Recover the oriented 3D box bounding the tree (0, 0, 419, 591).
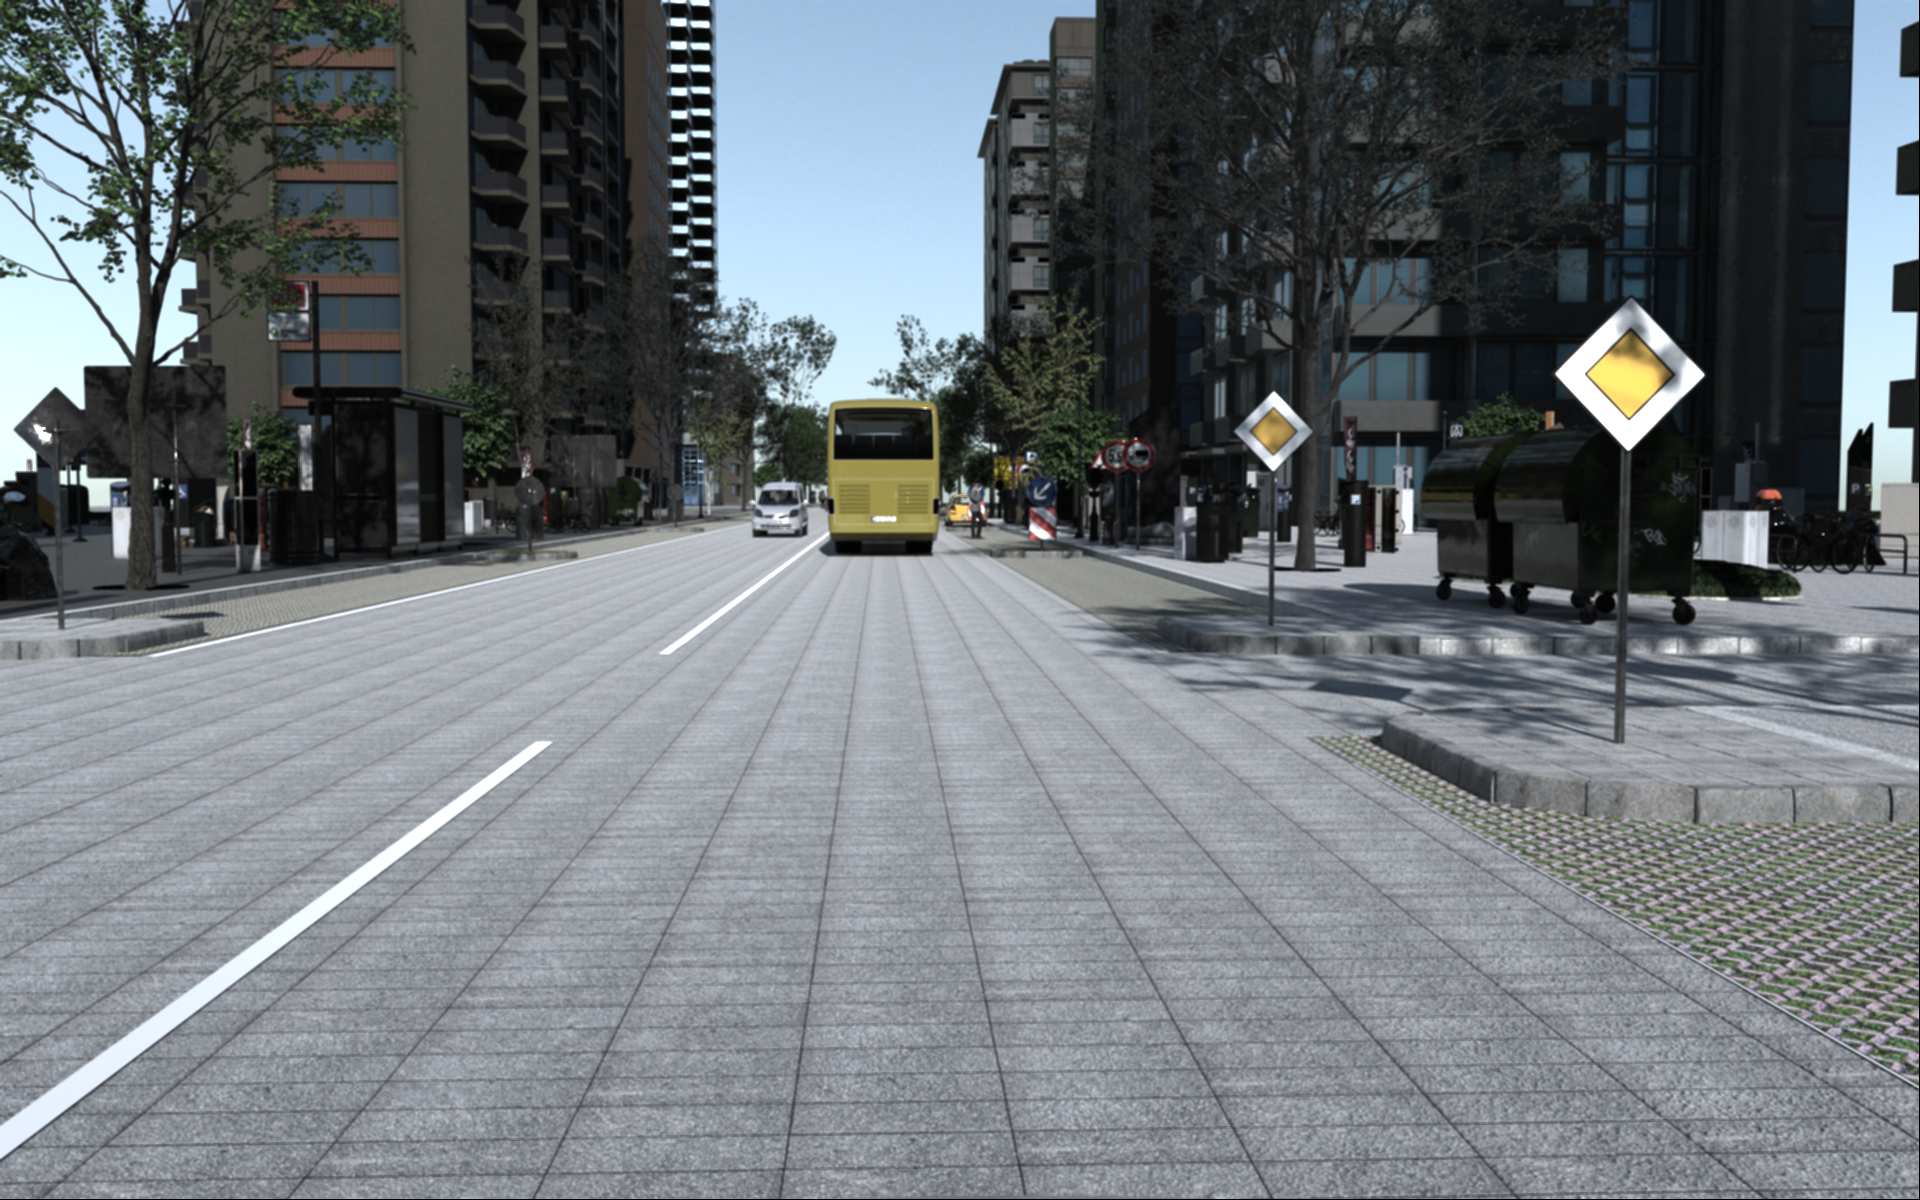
[{"bbox_3d":[-10.908,-5.950,23.041,9.928,11.665,9.643,0,3,0],"label":"tree"}]

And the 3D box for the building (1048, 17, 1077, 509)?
[{"bbox_3d":[14.692,-28.710,153.005,14.154,41.232,14.086,0,4,-3],"label":"building"}]

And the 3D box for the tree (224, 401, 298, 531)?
[{"bbox_3d":[-24.813,-4.743,61.263,4.285,4.588,4.351,0,3,0],"label":"tree"}]

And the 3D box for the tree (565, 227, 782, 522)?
[{"bbox_3d":[-13.585,-10.419,80.717,12.009,13.543,11.850,0,3,0],"label":"tree"}]

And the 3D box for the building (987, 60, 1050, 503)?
[{"bbox_3d":[18.820,-37.945,209.642,28.713,52.752,27.495,0,4,-3],"label":"building"}]

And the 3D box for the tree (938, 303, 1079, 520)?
[{"bbox_3d":[2.427,-9.234,85.389,8.767,10.594,7.601,2,4,35],"label":"tree"}]

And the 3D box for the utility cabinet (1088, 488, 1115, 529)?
[{"bbox_3d":[5.095,-3.266,62.085,0.318,1.500,1.173,-2,4,-35],"label":"utility cabinet"}]

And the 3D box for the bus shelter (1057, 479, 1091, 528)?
[{"bbox_3d":[4.640,-4.724,68.520,1.731,3.624,6.357,0,4,-3],"label":"bus shelter"}]

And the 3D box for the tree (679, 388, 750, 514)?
[{"bbox_3d":[-15.601,-9.691,108.818,4.737,8.622,4.395,0,3,0],"label":"tree"}]

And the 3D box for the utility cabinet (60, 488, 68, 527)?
[{"bbox_3d":[-35.326,-3.583,67.258,1.173,1.500,0.318,-1,4,-21],"label":"utility cabinet"}]

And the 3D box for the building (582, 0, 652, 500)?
[{"bbox_3d":[-34.092,-42.216,128.487,20.563,71.187,20.611,0,4,-3],"label":"building"}]

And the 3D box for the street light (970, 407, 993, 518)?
[{"bbox_3d":[1.082,-7.283,91.614,1.470,5.913,1.316,0,4,-3],"label":"street light"}]

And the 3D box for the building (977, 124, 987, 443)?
[{"bbox_3d":[17.444,-39.680,238.006,28.713,52.752,27.495,0,4,-3],"label":"building"}]

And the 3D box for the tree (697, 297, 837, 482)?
[{"bbox_3d":[-18.578,-19.092,168.046,12.611,20.169,13.585,0,3,0],"label":"tree"}]

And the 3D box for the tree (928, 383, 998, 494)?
[{"bbox_3d":[0.040,-13.946,153.779,9.928,11.665,9.643,0,3,0],"label":"tree"}]

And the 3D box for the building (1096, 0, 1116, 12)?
[{"bbox_3d":[15.720,-26.362,114.612,14.154,41.232,14.086,0,4,-3],"label":"building"}]

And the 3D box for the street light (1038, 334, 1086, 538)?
[{"bbox_3d":[2.944,-4.755,50.280,1.470,5.913,1.316,0,4,-3],"label":"street light"}]

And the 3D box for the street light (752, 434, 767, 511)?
[{"bbox_3d":[-15.358,-9.858,133.715,1.470,5.913,1.316,0,4,-3],"label":"street light"}]

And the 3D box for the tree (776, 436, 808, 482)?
[{"bbox_3d":[-20.428,-16.021,212.305,4.360,8.622,3.978,0,3,0],"label":"tree"}]

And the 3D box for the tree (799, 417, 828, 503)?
[{"bbox_3d":[-22.049,-20.258,249.350,7.486,12.596,7.792,0,3,0],"label":"tree"}]

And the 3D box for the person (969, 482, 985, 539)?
[{"bbox_3d":[0.537,-2.834,55.017,0.473,1.802,0.592,3,5,39],"label":"person"}]

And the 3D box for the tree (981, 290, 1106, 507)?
[{"bbox_3d":[3.175,-6.825,61.952,4.737,8.622,4.395,0,3,0],"label":"tree"}]

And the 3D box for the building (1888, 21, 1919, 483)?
[{"bbox_3d":[32.206,-25.089,33.912,21.600,48.544,21.300,0,4,-3],"label":"building"}]

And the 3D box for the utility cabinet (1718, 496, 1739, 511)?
[{"bbox_3d":[24.748,-2.732,55.834,0.306,1.237,1.020,0,4,3],"label":"utility cabinet"}]

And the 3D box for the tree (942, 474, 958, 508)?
[{"bbox_3d":[-0.878,-10.422,165.003,1.663,3.219,1.824,0,3,0],"label":"tree"}]

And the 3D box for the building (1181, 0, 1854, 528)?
[{"bbox_3d":[22.752,-27.942,76.461,23.786,49.044,30.456,0,4,-3],"label":"building"}]

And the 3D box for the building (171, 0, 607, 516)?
[{"bbox_3d":[-33.773,-27.500,104.242,22.147,44.769,28.867,0,4,-3],"label":"building"}]

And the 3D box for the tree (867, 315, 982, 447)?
[{"bbox_3d":[-3.902,-20.110,184.682,12.611,20.169,13.585,0,3,0],"label":"tree"}]

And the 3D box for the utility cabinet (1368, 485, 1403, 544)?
[{"bbox_3d":[10.663,-2.163,44.049,0.318,1.500,1.173,-3,5,-43],"label":"utility cabinet"}]

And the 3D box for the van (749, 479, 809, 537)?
[{"bbox_3d":[-6.090,-3.168,58.800,2.013,2.044,4.112,0,4,-1],"label":"van"}]

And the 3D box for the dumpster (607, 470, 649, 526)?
[{"bbox_3d":[-13.350,-4.088,69.326,1.502,2.255,1.985,0,4,-2],"label":"dumpster"}]

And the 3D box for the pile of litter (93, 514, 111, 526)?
[{"bbox_3d":[-34.523,-3.470,70.697,1.719,0.858,1.176,1,4,20],"label":"pile of litter"}]

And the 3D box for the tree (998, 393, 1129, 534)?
[{"bbox_3d":[3.995,-4.454,56.534,4.285,4.588,4.351,0,3,0],"label":"tree"}]

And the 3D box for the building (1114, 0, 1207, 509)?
[{"bbox_3d":[16.804,-27.524,100.128,14.600,45.320,14.200,0,4,-3],"label":"building"}]

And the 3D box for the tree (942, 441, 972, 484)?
[{"bbox_3d":[-3.186,-18.435,218.420,9.611,12.733,9.660,0,3,0],"label":"tree"}]

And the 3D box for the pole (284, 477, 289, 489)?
[{"bbox_3d":[-32.080,-5.422,82.486,0.158,3.312,0.155,0,3,0],"label":"pole"}]

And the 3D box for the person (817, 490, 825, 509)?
[{"bbox_3d":[-13.243,-9.739,167.742,1.348,1.823,0.705,2,4,23],"label":"person"}]

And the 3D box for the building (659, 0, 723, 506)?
[{"bbox_3d":[-37.873,-53.994,195.471,22.319,86.520,31.000,0,4,-3],"label":"building"}]

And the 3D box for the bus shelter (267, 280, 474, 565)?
[{"bbox_3d":[-12.024,-3.527,35.303,2.179,5.291,8.768,0,4,-3],"label":"bus shelter"}]

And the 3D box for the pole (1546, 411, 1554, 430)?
[{"bbox_3d":[14.524,-2.989,42.721,0.158,3.312,0.155,0,3,0],"label":"pole"}]

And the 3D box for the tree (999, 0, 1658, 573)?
[{"bbox_3d":[5.907,-7.224,28.475,12.009,13.543,11.850,0,3,0],"label":"tree"}]

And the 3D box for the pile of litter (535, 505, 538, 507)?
[{"bbox_3d":[-18.703,-3.786,75.858,1.719,0.858,1.176,-1,4,-15],"label":"pile of litter"}]

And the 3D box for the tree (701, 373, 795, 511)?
[{"bbox_3d":[-15.725,-11.843,128.047,7.601,10.594,8.767,0,4,7],"label":"tree"}]

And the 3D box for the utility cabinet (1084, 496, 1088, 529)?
[{"bbox_3d":[4.558,-3.208,63.617,0.306,1.237,1.020,0,4,4],"label":"utility cabinet"}]

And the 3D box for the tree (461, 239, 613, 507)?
[{"bbox_3d":[-12.511,-6.104,50.156,4.360,8.622,3.978,0,3,0],"label":"tree"}]

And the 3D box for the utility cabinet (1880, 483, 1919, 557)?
[{"bbox_3d":[19.105,-1.589,34.654,1.173,1.500,0.318,3,5,40],"label":"utility cabinet"}]

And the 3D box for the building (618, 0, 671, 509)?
[{"bbox_3d":[-32.472,-30.378,146.792,14.600,45.320,14.200,0,4,-3],"label":"building"}]

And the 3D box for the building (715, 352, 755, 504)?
[{"bbox_3d":[-41.911,-23.387,227.422,27.650,21.520,28.899,0,4,-3],"label":"building"}]

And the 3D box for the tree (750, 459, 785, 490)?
[{"bbox_3d":[-17.677,-10.764,159.711,4.285,4.588,4.351,0,3,0],"label":"tree"}]

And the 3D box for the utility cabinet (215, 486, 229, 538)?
[{"bbox_3d":[-20.010,-2.336,46.877,0.318,1.500,1.173,-2,4,-29],"label":"utility cabinet"}]

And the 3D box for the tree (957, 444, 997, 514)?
[{"bbox_3d":[1.390,-7.960,113.863,4.285,4.588,4.351,0,3,0],"label":"tree"}]

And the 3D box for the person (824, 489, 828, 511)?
[{"bbox_3d":[-10.933,-8.308,144.200,0.599,1.838,0.709,-3,5,-43],"label":"person"}]

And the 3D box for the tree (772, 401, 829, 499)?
[{"bbox_3d":[-21.385,-20.193,236.809,9.857,13.997,8.962,0,3,0],"label":"tree"}]

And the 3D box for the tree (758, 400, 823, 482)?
[{"bbox_3d":[-18.646,-16.161,189.986,9.928,11.665,9.643,0,3,0],"label":"tree"}]

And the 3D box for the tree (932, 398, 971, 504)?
[{"bbox_3d":[-2.371,-17.451,203.453,7.486,12.596,7.792,0,3,0],"label":"tree"}]
